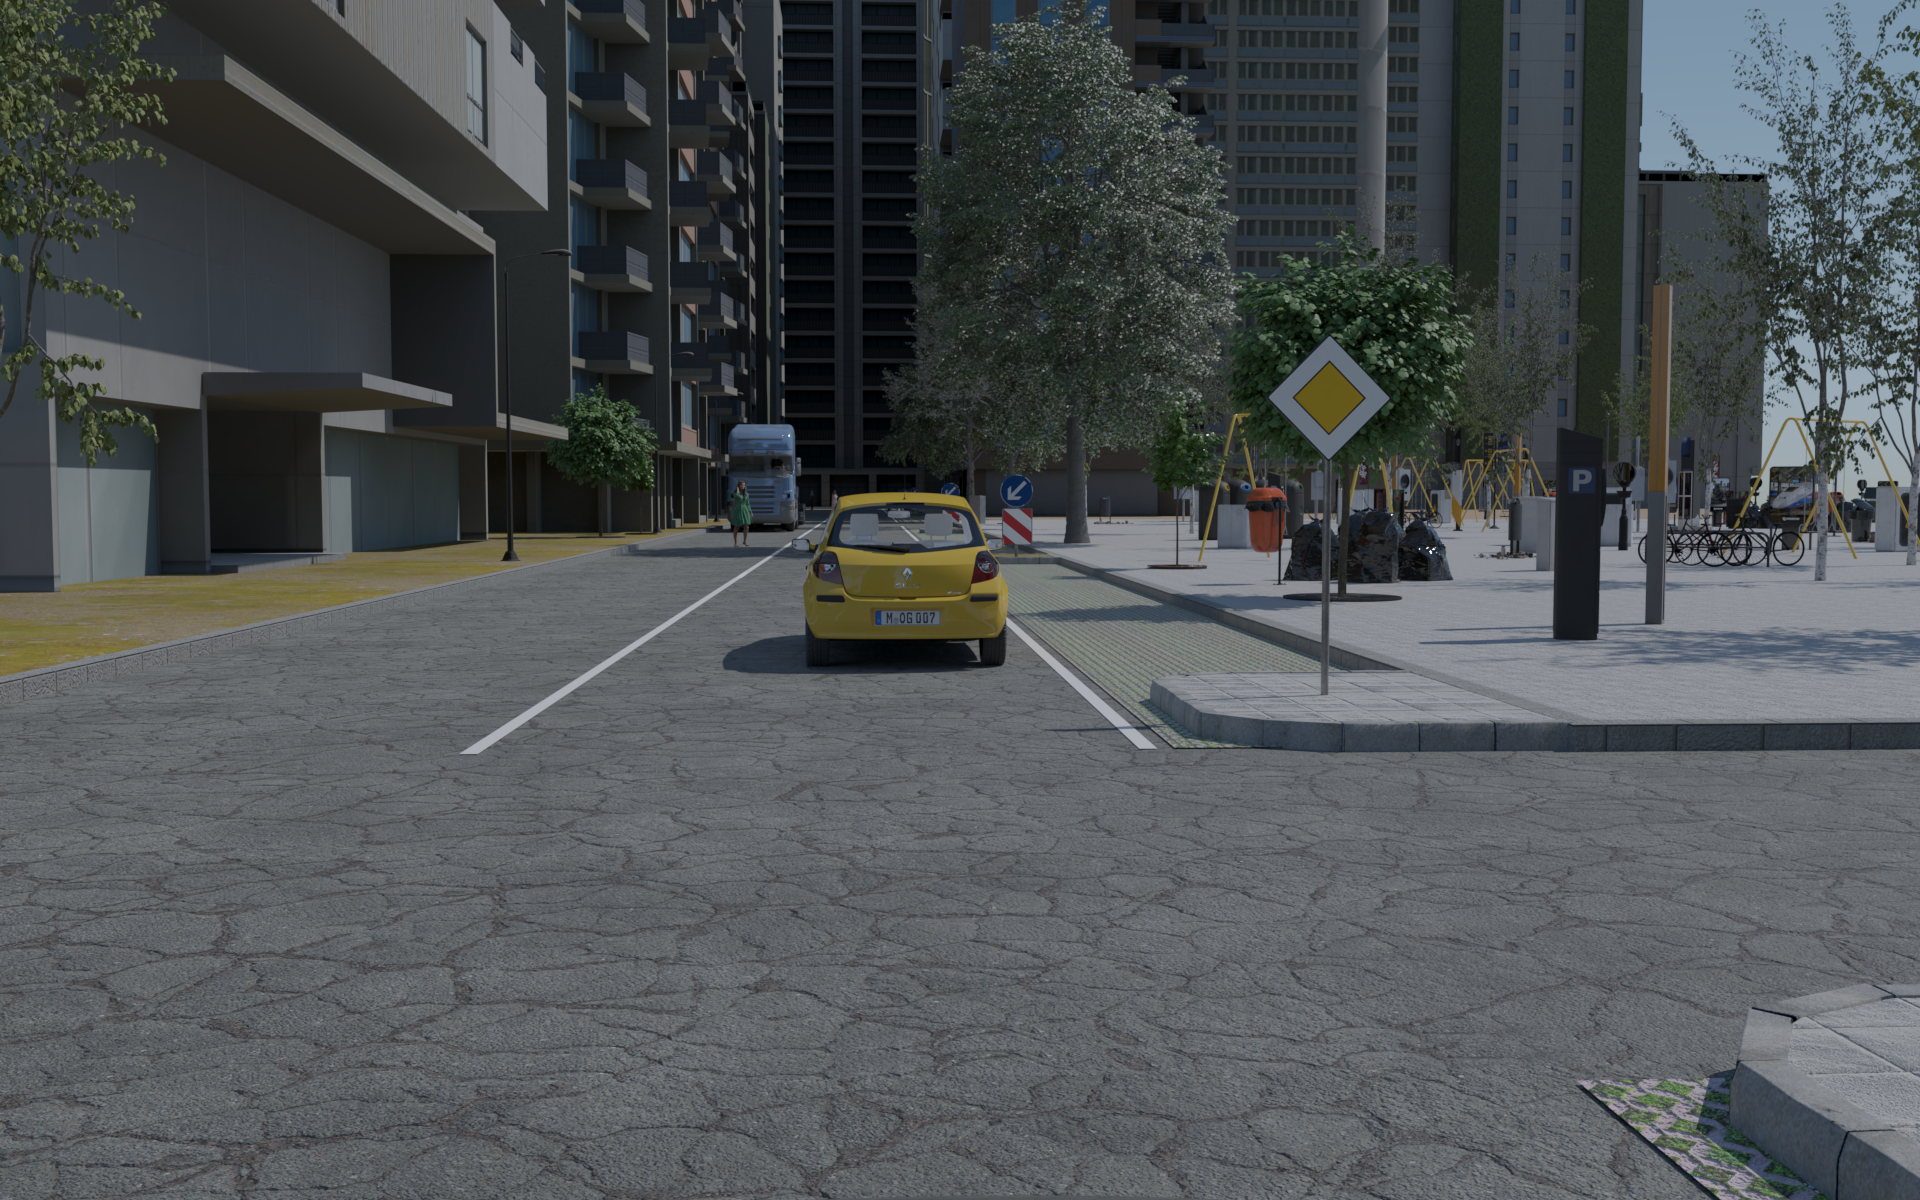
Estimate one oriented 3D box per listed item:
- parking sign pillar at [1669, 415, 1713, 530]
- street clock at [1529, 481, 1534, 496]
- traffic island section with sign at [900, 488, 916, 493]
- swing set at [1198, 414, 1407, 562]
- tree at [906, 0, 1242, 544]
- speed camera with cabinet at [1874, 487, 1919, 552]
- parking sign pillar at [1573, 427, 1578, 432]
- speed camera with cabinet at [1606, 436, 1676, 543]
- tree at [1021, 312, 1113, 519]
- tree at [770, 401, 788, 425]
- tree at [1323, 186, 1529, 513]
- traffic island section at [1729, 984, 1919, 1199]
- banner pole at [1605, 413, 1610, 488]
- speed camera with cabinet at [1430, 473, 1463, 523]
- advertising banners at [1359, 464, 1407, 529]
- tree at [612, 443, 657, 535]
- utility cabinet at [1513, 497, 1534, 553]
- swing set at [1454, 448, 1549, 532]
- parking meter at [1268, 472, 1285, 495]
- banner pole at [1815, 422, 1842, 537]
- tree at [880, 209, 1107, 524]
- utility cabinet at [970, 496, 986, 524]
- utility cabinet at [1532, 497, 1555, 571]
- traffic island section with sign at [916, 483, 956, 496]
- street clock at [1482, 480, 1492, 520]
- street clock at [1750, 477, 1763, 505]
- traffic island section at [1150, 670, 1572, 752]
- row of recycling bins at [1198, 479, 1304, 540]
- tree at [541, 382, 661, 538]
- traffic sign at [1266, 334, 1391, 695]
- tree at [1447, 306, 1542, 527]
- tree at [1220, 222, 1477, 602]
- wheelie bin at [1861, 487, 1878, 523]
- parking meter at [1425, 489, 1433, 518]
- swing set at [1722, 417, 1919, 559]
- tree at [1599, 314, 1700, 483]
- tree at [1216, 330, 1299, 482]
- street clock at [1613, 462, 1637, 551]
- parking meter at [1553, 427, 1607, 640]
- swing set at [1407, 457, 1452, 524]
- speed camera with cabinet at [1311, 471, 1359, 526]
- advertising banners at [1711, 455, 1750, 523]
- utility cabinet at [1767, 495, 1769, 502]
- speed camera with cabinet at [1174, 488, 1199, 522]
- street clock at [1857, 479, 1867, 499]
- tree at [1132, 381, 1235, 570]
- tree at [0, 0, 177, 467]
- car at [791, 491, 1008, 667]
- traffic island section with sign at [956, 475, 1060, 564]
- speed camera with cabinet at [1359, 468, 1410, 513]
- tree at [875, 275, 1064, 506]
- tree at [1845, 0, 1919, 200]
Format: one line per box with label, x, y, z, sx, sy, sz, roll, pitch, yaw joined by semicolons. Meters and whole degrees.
parking sign pillar;24.848;-4.305;58.865;1.447;3.967;1.447;2;4;33
street clock;28.162;-4.971;85.840;0.358;2.002;0.471;-2;4;-35
traffic island section with sign;-4.630;-8.032;139.947;1.989;1.847;2.006;0;4;-3
swing set;6.431;-2.174;33.170;3.119;2.851;2.862;3;4;38
tree;3.075;-8.443;44.693;9.857;13.997;8.962;0;3;0
speed camera with cabinet;21.477;-2.710;38.650;2.038;3.252;0.660;-1;4;-18
parking sign pillar;24.922;-4.999;70.200;1.447;3.967;1.447;0;4;7
speed camera with cabinet;17.642;-3.120;45.354;2.038;3.252;0.660;1;4;21
tree;4.350;-6.911;63.359;4.737;8.622;4.395;0;3;0
tree;-15.270;-11.194;133.379;4.360;8.622;3.978;0;3;0
tree;10.450;-5.568;41.392;4.360;8.622;3.978;0;3;0
traffic island section;2.780;1.173;3.101;2.009;0.180;2.903;0;4;-3
banner pole;20.121;-3.906;53.886;0.401;3.779;0.863;1;4;23
speed camera with cabinet;21.363;-4.997;76.044;0.660;3.252;2.038;-1;4;-10
advertising banners;12.201;-3.305;50.227;0.090;3.025;2.074;-2;4;-29
tree;-10.098;-3.694;54.994;1.663;3.219;1.824;0;3;0
utility cabinet;12.619;-1.633;37.865;1.020;1.237;0.306;1;4;17
swing set;19.217;-3.839;60.388;2.862;2.851;3.119;0;4;-1
parking meter;8.301;-2.433;45.491;0.399;1.863;0.255;2;4;34
banner pole;26.217;-3.810;52.316;0.401;3.779;0.863;-3;5;-45
tree;2.210;-9.972;73.411;12.009;13.543;11.850;0;3;0
utility cabinet;0.765;-3.884;74.669;0.306;1.237;1.020;-2;4;-25
utility cabinet;10.119;-1.096;29.075;1.020;1.237;0.306;-2;4;-34
traffic island section with sign;-0.490;-3.353;63.456;1.989;1.847;2.006;0;4;-3
street clock;26.432;-5.035;86.884;0.358;2.002;0.471;-1;4;-18
street clock;33.946;-4.241;73.903;0.471;2.002;0.358;-1;4;-12
traffic island section;2.348;0.685;11.074;2.009;0.180;2.903;0;4;-3
row of recycling bins;8.216;-2.563;49.013;3.534;1.692;1.069;-2;4;-31
tree;-10.537;-4.105;50.826;4.285;4.588;4.351;0;3;0
traffic sign;2.325;-0.450;10.996;0.795;2.450;0.064;0;4;-3
tree;20.517;-7.134;67.009;4.737;8.622;4.395;0;3;0
tree;4.644;-2.284;21.056;4.285;4.588;4.351;0;3;0
wheelie bin;40.850;-4.259;77.537;0.980;1.594;0.693;3;5;39
parking meter;23.359;-4.760;86.230;0.372;1.533;0.369;0;3;0
swing set;17.940;-2.351;36.052;3.119;2.851;2.862;-3;4;-36
tree;28.787;-7.417;71.636;4.737;8.622;4.395;0;3;0
tree;12.802;-7.565;74.049;4.737;8.622;4.395;0;3;0
street clock;15.078;-2.126;39.326;0.471;2.002;0.358;2;4;30
parking meter;5.464;-0.585;15.270;0.399;1.863;0.255;1;4;10
swing set;18.998;-4.522;71.554;2.862;2.851;3.119;0;4;-5
speed camera with cabinet;15.168;-4.601;69.554;2.038;3.252;0.660;1;4;17
advertising banners;34.153;-4.935;76.876;0.090;3.025;2.074;-2;4;-29
utility cabinet;41.001;-4.624;86.760;1.020;1.237;0.306;0;4;8
speed camera with cabinet;10.830;-5.261;80.357;2.038;3.252;0.660;-3;4;-39
street clock;44.628;-4.964;85.729;0.471;2.002;0.358;-2;4;-26
tree;3.741;-2.145;29.665;1.663;3.219;1.824;0;3;0
tree;-8.633;-3.946;14.884;4.737;8.622;4.395;0;3;0
car;-0.550;-0.345;15.861;2.015;1.641;3.980;0;4;-4
traffic island section with sign;1.006;-1.671;35.949;1.989;1.847;2.006;0;4;-3
speed camera with cabinet;15.068;-4.082;61.077;2.038;3.252;0.660;-3;5;-41
tree;0.428;-10.412;87.247;9.611;12.733;9.660;0;3;0
tree;10.568;-3.993;15.641;4.737;8.622;4.395;0;3;0
